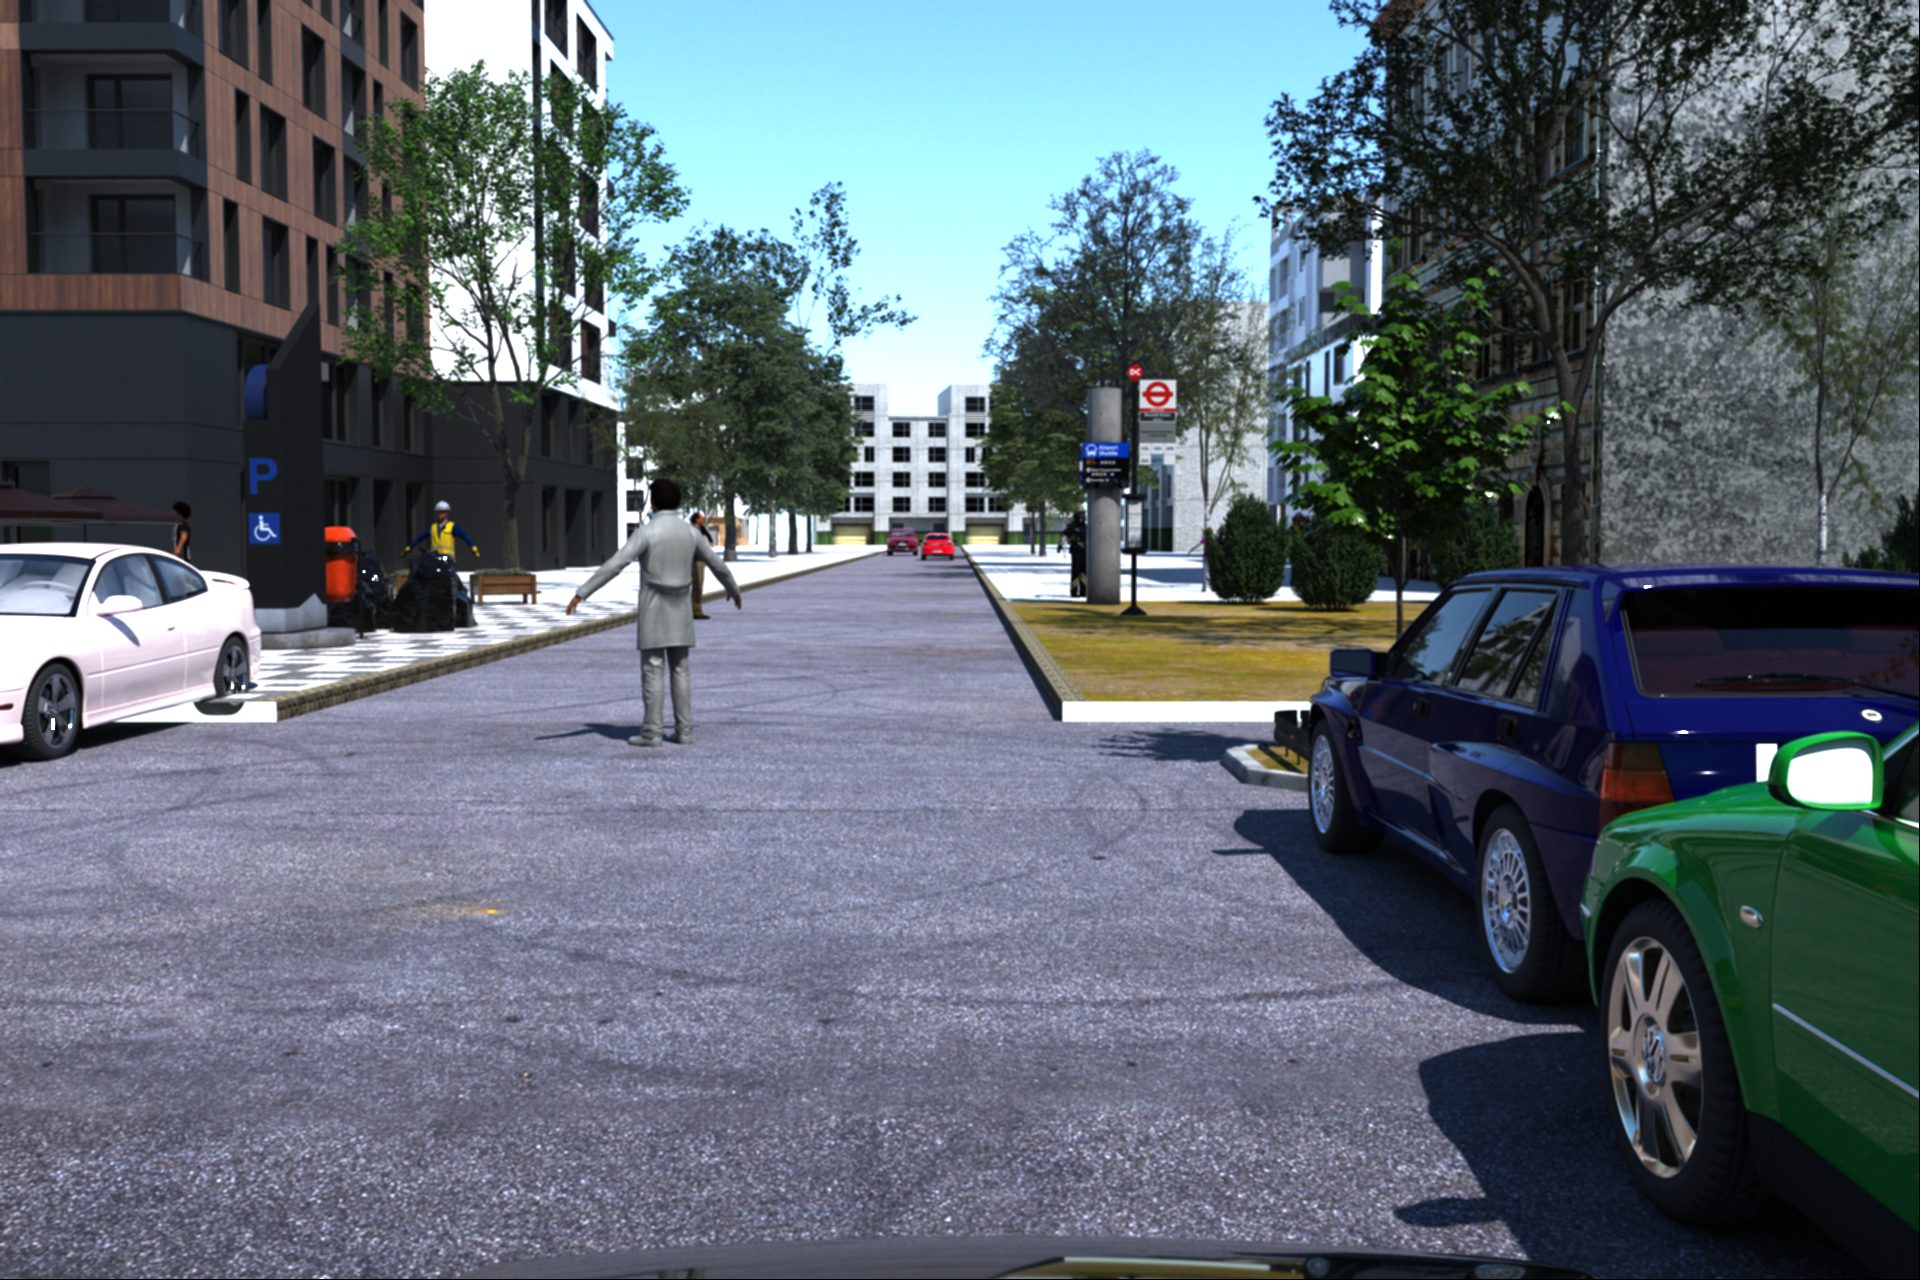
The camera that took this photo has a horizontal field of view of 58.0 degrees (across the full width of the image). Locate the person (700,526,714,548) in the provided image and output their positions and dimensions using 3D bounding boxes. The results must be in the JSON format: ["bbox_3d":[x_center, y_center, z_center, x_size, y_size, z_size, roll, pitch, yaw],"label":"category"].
[{"bbox_3d":[-7.150,-2.498,47.021,1.347,1.806,0.705,2,4,35],"label":"person"}]

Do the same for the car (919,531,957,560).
[{"bbox_3d":[-1.227,-5.303,95.745,2.155,1.783,4.494,0,3,0],"label":"car"}]

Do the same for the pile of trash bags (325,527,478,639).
[{"bbox_3d":[-7.563,-0.783,22.555,1.912,1.369,3.447,0,4,0],"label":"pile of trash bags"}]

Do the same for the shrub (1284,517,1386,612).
[{"bbox_3d":[6.226,-1.510,28.732,1.661,2.075,1.752,0,3,0],"label":"shrub"}]

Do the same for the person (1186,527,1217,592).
[{"bbox_3d":[5.520,-1.783,38.421,0.991,1.433,0.599,0,4,6],"label":"person"}]

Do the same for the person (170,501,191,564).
[{"bbox_3d":[-13.053,-1.396,28.971,0.704,1.843,1.345,-2,4,-26],"label":"person"}]

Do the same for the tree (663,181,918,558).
[{"bbox_3d":[-9.043,-14.494,92.865,12.611,20.169,13.585,0,3,0],"label":"tree"}]

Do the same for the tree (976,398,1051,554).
[{"bbox_3d":[4.387,-10.683,109.078,8.767,10.594,7.601,3,5,41],"label":"tree"}]

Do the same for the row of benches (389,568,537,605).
[{"bbox_3d":[-9.528,-0.951,31.015,4.104,0.672,1.422,-2,4,-30],"label":"row of benches"}]

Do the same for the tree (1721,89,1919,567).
[{"bbox_3d":[14.467,-4.832,29.369,4.360,8.622,3.978,0,3,0],"label":"tree"}]

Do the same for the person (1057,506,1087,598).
[{"bbox_3d":[2.436,-1.789,35.033,1.354,1.856,0.705,-3,4,-38],"label":"person"}]

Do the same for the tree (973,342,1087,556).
[{"bbox_3d":[4.379,-11.046,98.728,7.486,12.596,7.792,0,3,0],"label":"tree"}]

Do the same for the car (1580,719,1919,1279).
[{"bbox_3d":[2.323,0.401,2.245,1.959,1.807,4.718,0,3,0],"label":"car"}]

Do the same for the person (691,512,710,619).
[{"bbox_3d":[-4.405,-1.254,29.234,0.705,1.796,1.348,-1,4,-17],"label":"person"}]

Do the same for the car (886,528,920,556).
[{"bbox_3d":[-3.842,-6.596,116.523,2.281,1.827,5.304,0,4,-1],"label":"car"}]

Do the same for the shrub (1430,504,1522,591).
[{"bbox_3d":[9.484,-1.683,31.940,1.690,2.028,1.600,0,3,0],"label":"shrub"}]

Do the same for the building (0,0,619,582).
[{"bbox_3d":[-28.267,-12.950,55.702,27.936,21.610,32.646,0,4,0],"label":"building"}]

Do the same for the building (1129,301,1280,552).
[{"bbox_3d":[23.685,-16.734,140.051,16.747,18.905,31.486,0,4,0],"label":"building"}]

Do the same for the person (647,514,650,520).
[{"bbox_3d":[-7.387,-2.193,41.787,1.347,1.837,0.705,3,5,40],"label":"person"}]

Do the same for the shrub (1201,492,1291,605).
[{"bbox_3d":[5.234,-1.683,31.551,1.661,2.075,1.752,0,3,0],"label":"shrub"}]

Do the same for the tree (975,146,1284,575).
[{"bbox_3d":[4.933,-8.840,54.900,12.009,13.543,11.850,0,3,0],"label":"tree"}]

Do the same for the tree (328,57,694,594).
[{"bbox_3d":[-9.604,-6.817,37.206,9.928,11.665,9.643,0,3,0],"label":"tree"}]

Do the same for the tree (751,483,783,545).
[{"bbox_3d":[-23.827,-16.573,205.386,7.601,10.594,8.767,0,4,-4],"label":"tree"}]

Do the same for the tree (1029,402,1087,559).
[{"bbox_3d":[5.393,-8.459,88.660,4.360,8.622,3.978,0,3,0],"label":"tree"}]

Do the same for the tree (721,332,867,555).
[{"bbox_3d":[-10.390,-12.246,106.870,9.857,13.997,8.962,0,3,0],"label":"tree"}]

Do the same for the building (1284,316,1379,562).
[{"bbox_3d":[19.452,-7.592,66.272,9.099,9.664,28.070,0,4,0],"label":"building"}]

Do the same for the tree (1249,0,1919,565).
[{"bbox_3d":[7.007,-5.184,19.174,8.767,10.594,7.601,2,4,27],"label":"tree"}]

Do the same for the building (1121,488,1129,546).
[{"bbox_3d":[21.391,-14.418,177.874,9.099,9.664,28.070,0,4,0],"label":"building"}]

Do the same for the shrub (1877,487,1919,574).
[{"bbox_3d":[13.811,-1.236,24.621,1.690,2.028,1.600,0,3,0],"label":"shrub"}]

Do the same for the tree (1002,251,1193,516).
[{"bbox_3d":[5.401,-9.216,68.803,7.486,12.596,7.792,0,3,0],"label":"tree"}]

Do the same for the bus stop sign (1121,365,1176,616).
[{"bbox_3d":[2.975,-2.364,27.352,0.855,3.939,0.416,0,4,0],"label":"bus stop sign"}]

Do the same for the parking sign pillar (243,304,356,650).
[{"bbox_3d":[-7.676,-1.910,19.703,1.447,3.967,1.447,0,4,0],"label":"parking sign pillar"}]

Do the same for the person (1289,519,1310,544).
[{"bbox_3d":[10.278,-2.736,51.530,1.217,1.733,0.721,-1,4,-17],"label":"person"}]

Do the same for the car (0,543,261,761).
[{"bbox_3d":[-6.668,-0.005,12.441,2.083,1.381,4.827,0,4,-1],"label":"car"}]

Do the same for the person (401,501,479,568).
[{"bbox_3d":[-7.757,-1.188,25.892,1.216,1.772,0.721,0,4,7],"label":"person"}]

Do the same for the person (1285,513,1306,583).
[{"bbox_3d":[8.478,-2.282,43.284,1.349,1.833,0.705,-3,4,-37],"label":"person"}]

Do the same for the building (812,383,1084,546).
[{"bbox_3d":[-1.947,-20.899,210.613,31.486,18.905,16.747,0,4,-6],"label":"building"}]

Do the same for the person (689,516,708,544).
[{"bbox_3d":[-7.984,-2.821,51.980,0.705,1.847,1.347,1,4,23],"label":"person"}]

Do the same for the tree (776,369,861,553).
[{"bbox_3d":[-10.522,-12.289,119.045,7.486,12.596,7.792,0,3,0],"label":"tree"}]

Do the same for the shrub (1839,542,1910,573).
[{"bbox_3d":[9.651,-0.441,18.327,1.383,1.207,1.383,0,3,0],"label":"shrub"}]

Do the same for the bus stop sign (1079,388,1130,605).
[{"bbox_3d":[2.615,-2.596,31.464,0.837,3.901,0.837,0,4,0],"label":"bus stop sign"}]

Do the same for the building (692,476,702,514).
[{"bbox_3d":[-28.291,-13.353,160.476,9.099,9.664,28.070,0,4,0],"label":"building"}]

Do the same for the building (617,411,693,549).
[{"bbox_3d":[-24.860,-11.633,132.346,9.099,9.664,28.070,0,4,-1],"label":"building"}]

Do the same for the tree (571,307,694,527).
[{"bbox_3d":[-10.325,-6.485,56.396,4.360,8.622,3.978,0,3,0],"label":"tree"}]

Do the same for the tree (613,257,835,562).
[{"bbox_3d":[-10.631,-10.539,78.967,9.857,13.997,8.962,0,3,0],"label":"tree"}]

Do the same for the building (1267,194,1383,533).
[{"bbox_3d":[22.694,-14.765,97.835,16.016,20.090,11.380,0,4,0],"label":"building"}]

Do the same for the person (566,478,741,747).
[{"bbox_3d":[-2.022,-0.192,11.779,1.347,1.806,0.705,-3,5,-40],"label":"person"}]

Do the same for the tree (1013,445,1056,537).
[{"bbox_3d":[4.861,-10.178,116.774,4.737,8.622,4.395,0,3,0],"label":"tree"}]

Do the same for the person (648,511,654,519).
[{"bbox_3d":[-6.793,-1.996,38.757,0.704,1.817,1.347,-1,4,-13],"label":"person"}]

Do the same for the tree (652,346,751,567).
[{"bbox_3d":[-9.823,-7.179,67.734,4.360,8.622,3.978,0,3,0],"label":"tree"}]

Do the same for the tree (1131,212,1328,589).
[{"bbox_3d":[5.615,-5.506,40.387,4.360,8.622,3.978,0,3,0],"label":"tree"}]

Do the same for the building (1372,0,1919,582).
[{"bbox_3d":[21.855,-12.947,42.607,19.493,23.208,18.063,0,4,0],"label":"building"}]

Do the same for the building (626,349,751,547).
[{"bbox_3d":[-28.018,-19.689,178.336,16.016,20.090,11.380,0,4,-1],"label":"building"}]

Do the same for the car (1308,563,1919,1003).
[{"bbox_3d":[2.505,0.362,6.654,1.945,1.354,3.894,0,4,-1],"label":"car"}]

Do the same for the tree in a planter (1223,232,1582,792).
[{"bbox_3d":[2.631,-0.801,10.316,1.991,3.239,1.994,0,3,0],"label":"tree in a planter"}]
